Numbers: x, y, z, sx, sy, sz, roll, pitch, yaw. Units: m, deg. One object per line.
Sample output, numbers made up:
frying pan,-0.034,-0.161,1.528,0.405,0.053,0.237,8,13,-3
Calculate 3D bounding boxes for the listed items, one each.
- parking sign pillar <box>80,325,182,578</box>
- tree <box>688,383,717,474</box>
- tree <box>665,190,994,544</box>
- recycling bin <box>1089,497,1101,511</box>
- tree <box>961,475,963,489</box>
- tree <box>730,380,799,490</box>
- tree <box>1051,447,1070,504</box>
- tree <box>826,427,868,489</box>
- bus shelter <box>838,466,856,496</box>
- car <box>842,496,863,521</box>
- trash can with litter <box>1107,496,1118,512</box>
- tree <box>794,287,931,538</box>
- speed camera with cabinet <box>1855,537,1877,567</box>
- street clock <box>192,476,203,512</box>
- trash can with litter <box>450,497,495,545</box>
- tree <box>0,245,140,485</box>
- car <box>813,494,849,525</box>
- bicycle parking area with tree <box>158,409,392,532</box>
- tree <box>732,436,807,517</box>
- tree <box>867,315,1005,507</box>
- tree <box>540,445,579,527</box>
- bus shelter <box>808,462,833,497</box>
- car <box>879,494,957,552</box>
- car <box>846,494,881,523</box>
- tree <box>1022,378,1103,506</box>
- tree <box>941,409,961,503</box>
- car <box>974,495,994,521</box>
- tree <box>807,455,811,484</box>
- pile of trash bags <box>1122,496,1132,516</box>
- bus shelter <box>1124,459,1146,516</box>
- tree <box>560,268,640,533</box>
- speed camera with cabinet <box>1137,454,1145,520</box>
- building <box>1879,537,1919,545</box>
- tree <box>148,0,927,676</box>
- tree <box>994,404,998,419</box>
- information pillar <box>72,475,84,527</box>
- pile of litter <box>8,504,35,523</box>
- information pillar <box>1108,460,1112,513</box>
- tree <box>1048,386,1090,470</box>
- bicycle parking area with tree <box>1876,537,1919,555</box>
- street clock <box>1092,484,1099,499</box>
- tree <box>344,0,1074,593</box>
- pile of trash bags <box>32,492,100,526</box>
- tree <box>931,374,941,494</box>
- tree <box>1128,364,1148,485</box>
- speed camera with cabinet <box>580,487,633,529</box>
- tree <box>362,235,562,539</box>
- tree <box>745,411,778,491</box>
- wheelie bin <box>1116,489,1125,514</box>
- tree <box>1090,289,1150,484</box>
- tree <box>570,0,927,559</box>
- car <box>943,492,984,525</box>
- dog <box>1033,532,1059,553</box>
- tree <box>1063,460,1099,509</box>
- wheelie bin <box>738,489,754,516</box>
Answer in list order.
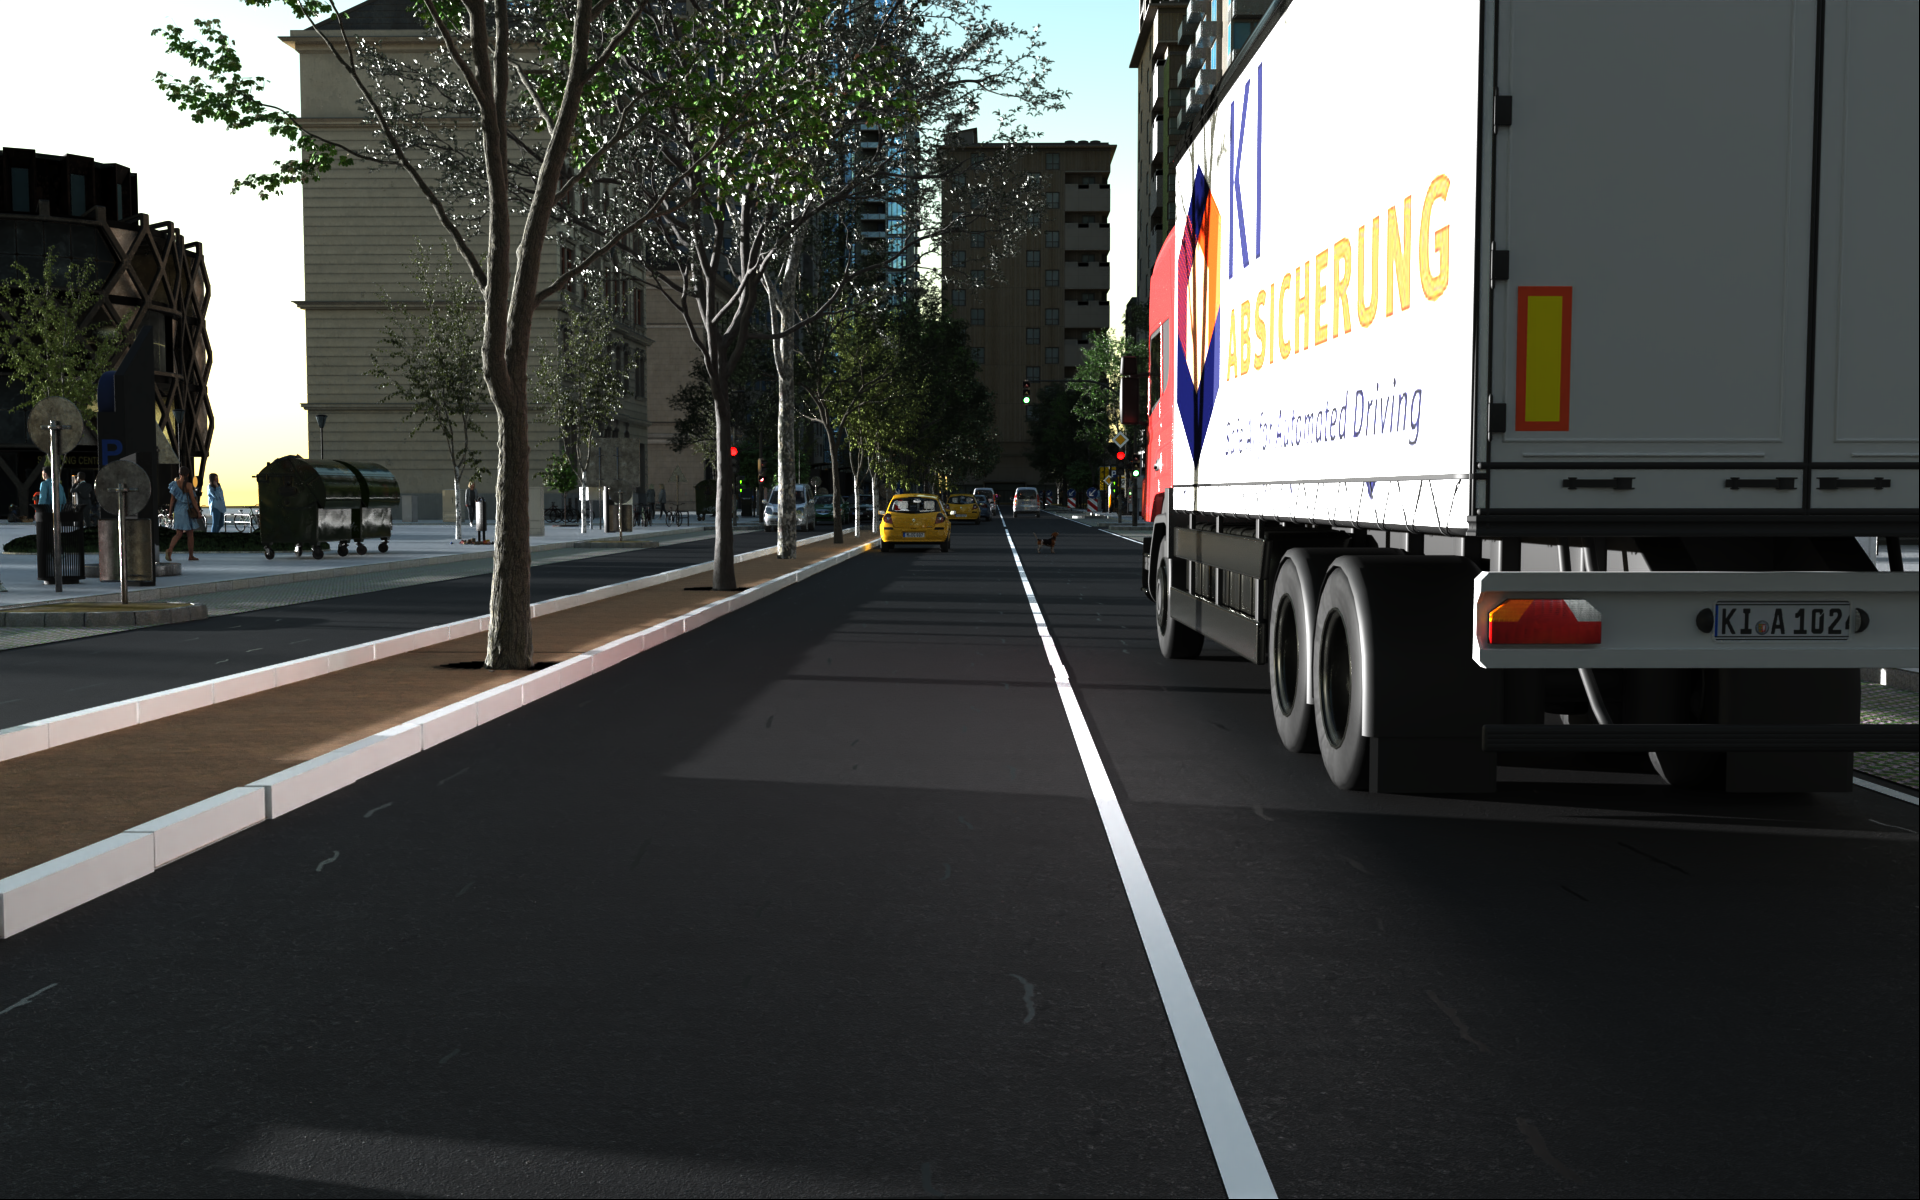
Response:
parking sign pillar,-13.029,-2.364,27.118,1.447,3.967,1.447,0,4,-5
tree,-16.003,-9.972,113.398,4.360,8.622,3.978,0,3,0
tree,-3.471,-6.916,49.953,8.767,10.594,7.601,0,4,1
recycling bin,9.995,-7.062,128.021,0.722,1.027,0.722,2,4,27
tree,-2.228,-9.791,112.901,4.737,8.622,4.395,0,3,0
tree,-11.781,-9.464,105.100,4.360,8.622,3.978,0,3,0
tree,12.594,-16.478,219.784,4.360,8.622,3.978,0,3,0
tree,-10.284,-12.946,162.031,4.360,8.622,3.978,0,3,0
bus shelter,-9.956,-9.575,147.833,1.731,3.624,6.357,0,4,1
car,-5.941,-4.922,93.061,1.945,1.354,3.894,0,4,3
trash can with litter,10.874,-6.802,122.599,0.624,1.170,1.055,-2,4,-35
tree,-3.322,-6.327,56.268,4.737,8.622,4.395,0,3,0
speed camera with cabinet,9.146,-1.423,17.605,0.660,3.252,2.038,-1,4,-12
street clock,-30.232,-3.925,68.741,0.471,2.002,0.358,3,5,41
trash can with litter,-12.316,-2.052,44.609,1.678,1.210,2.233,-2,4,-29
tree,-27.131,-6.236,52.327,4.737,8.622,4.395,0,3,0
car,-6.223,-4.256,81.377,2.131,1.459,4.920,0,4,1
bicycle parking area with tree,-24.828,-4.513,60.789,8.231,4.147,9.016,-3,4,-36
tree,-11.343,-6.846,95.650,4.285,4.588,4.351,0,3,0
tree,-2.003,-11.379,105.511,9.611,12.733,9.660,0,3,0
tree,-15.769,-4.522,68.528,1.663,3.219,1.824,0,3,0
bus shelter,-10.757,-8.556,131.173,1.731,3.624,6.357,0,4,1
car,-1.104,-2.077,44.180,2.015,1.641,3.980,0,4,1
car,-4.935,-4.711,86.816,2.009,1.686,4.222,0,4,2
tree,11.446,-17.251,188.701,9.857,13.997,8.962,0,3,0
tree,-2.314,-8.798,96.664,4.737,8.622,4.395,0,3,0
car,0.782,-4.908,92.250,2.014,1.417,4.499,0,4,3
tree,-11.377,-8.054,115.393,4.285,4.588,4.351,0,3,0
pile of trash bags,10.557,-5.803,104.631,1.912,1.369,3.447,1,4,13
bus shelter,10.522,-6.390,98.406,2.014,3.302,5.546,0,4,1
tree,-12.450,-6.517,56.912,4.360,8.622,3.978,0,3,0
speed camera with cabinet,9.691,-5.600,85.895,2.038,3.252,0.660,2,4,24
building,32.853,-21.766,47.760,32.217,40.220,23.993,0,4,1
tree,-3.582,-5.230,13.725,9.928,11.665,9.643,0,3,0
tree,-2.422,-8.775,80.337,8.767,10.594,7.601,0,4,1
information pillar,-34.646,-3.886,68.023,0.304,2.012,0.304,-3,5,-41
pile of litter,-42.601,-3.948,78.522,1.176,0.858,1.719,-1,4,-12
information pillar,10.141,-7.691,117.108,0.183,3.616,0.504,-1,4,-9
tree,10.746,-12.365,136.587,8.767,10.594,7.601,2,4,28
bicycle parking area with tree,19.332,-2.775,32.369,9.016,4.147,8.231,-1,4,-12
street clock,9.696,-7.304,123.991,0.471,2.002,0.358,2,4,24
tree,-3.459,-6.866,25.085,12.009,13.543,11.850,0,3,0
pile of trash bags,-35.797,-3.674,69.829,3.447,1.369,1.912,1,4,10
tree,-3.058,-6.711,62.543,4.737,8.622,4.395,0,3,0
tree,10.429,-8.616,91.234,4.360,8.622,3.978,0,3,0
speed camera with cabinet,-13.048,-4.254,63.890,0.660,3.252,2.038,3,5,40
tree,-14.383,-6.026,48.881,4.360,8.622,3.978,0,3,0
tree,-14.684,-11.250,134.294,4.737,8.622,4.395,0,3,0
wheelie bin,10.353,-6.227,109.725,0.693,1.594,0.980,3,4,36
tree,8.663,-7.844,62.654,7.601,10.594,8.767,0,4,4
tree,-5.014,-11.015,38.444,12.611,20.169,13.585,0,3,0
car,0.109,-4.413,82.383,2.015,1.641,3.980,0,4,2
dog,2.095,-1.396,42.118,0.406,0.507,0.540,3,4,39
tree,10.418,-9.999,147.198,4.285,4.588,4.351,0,3,0
wheelie bin,-12.332,-5.639,100.103,0.980,1.594,0.693,0,4,1
